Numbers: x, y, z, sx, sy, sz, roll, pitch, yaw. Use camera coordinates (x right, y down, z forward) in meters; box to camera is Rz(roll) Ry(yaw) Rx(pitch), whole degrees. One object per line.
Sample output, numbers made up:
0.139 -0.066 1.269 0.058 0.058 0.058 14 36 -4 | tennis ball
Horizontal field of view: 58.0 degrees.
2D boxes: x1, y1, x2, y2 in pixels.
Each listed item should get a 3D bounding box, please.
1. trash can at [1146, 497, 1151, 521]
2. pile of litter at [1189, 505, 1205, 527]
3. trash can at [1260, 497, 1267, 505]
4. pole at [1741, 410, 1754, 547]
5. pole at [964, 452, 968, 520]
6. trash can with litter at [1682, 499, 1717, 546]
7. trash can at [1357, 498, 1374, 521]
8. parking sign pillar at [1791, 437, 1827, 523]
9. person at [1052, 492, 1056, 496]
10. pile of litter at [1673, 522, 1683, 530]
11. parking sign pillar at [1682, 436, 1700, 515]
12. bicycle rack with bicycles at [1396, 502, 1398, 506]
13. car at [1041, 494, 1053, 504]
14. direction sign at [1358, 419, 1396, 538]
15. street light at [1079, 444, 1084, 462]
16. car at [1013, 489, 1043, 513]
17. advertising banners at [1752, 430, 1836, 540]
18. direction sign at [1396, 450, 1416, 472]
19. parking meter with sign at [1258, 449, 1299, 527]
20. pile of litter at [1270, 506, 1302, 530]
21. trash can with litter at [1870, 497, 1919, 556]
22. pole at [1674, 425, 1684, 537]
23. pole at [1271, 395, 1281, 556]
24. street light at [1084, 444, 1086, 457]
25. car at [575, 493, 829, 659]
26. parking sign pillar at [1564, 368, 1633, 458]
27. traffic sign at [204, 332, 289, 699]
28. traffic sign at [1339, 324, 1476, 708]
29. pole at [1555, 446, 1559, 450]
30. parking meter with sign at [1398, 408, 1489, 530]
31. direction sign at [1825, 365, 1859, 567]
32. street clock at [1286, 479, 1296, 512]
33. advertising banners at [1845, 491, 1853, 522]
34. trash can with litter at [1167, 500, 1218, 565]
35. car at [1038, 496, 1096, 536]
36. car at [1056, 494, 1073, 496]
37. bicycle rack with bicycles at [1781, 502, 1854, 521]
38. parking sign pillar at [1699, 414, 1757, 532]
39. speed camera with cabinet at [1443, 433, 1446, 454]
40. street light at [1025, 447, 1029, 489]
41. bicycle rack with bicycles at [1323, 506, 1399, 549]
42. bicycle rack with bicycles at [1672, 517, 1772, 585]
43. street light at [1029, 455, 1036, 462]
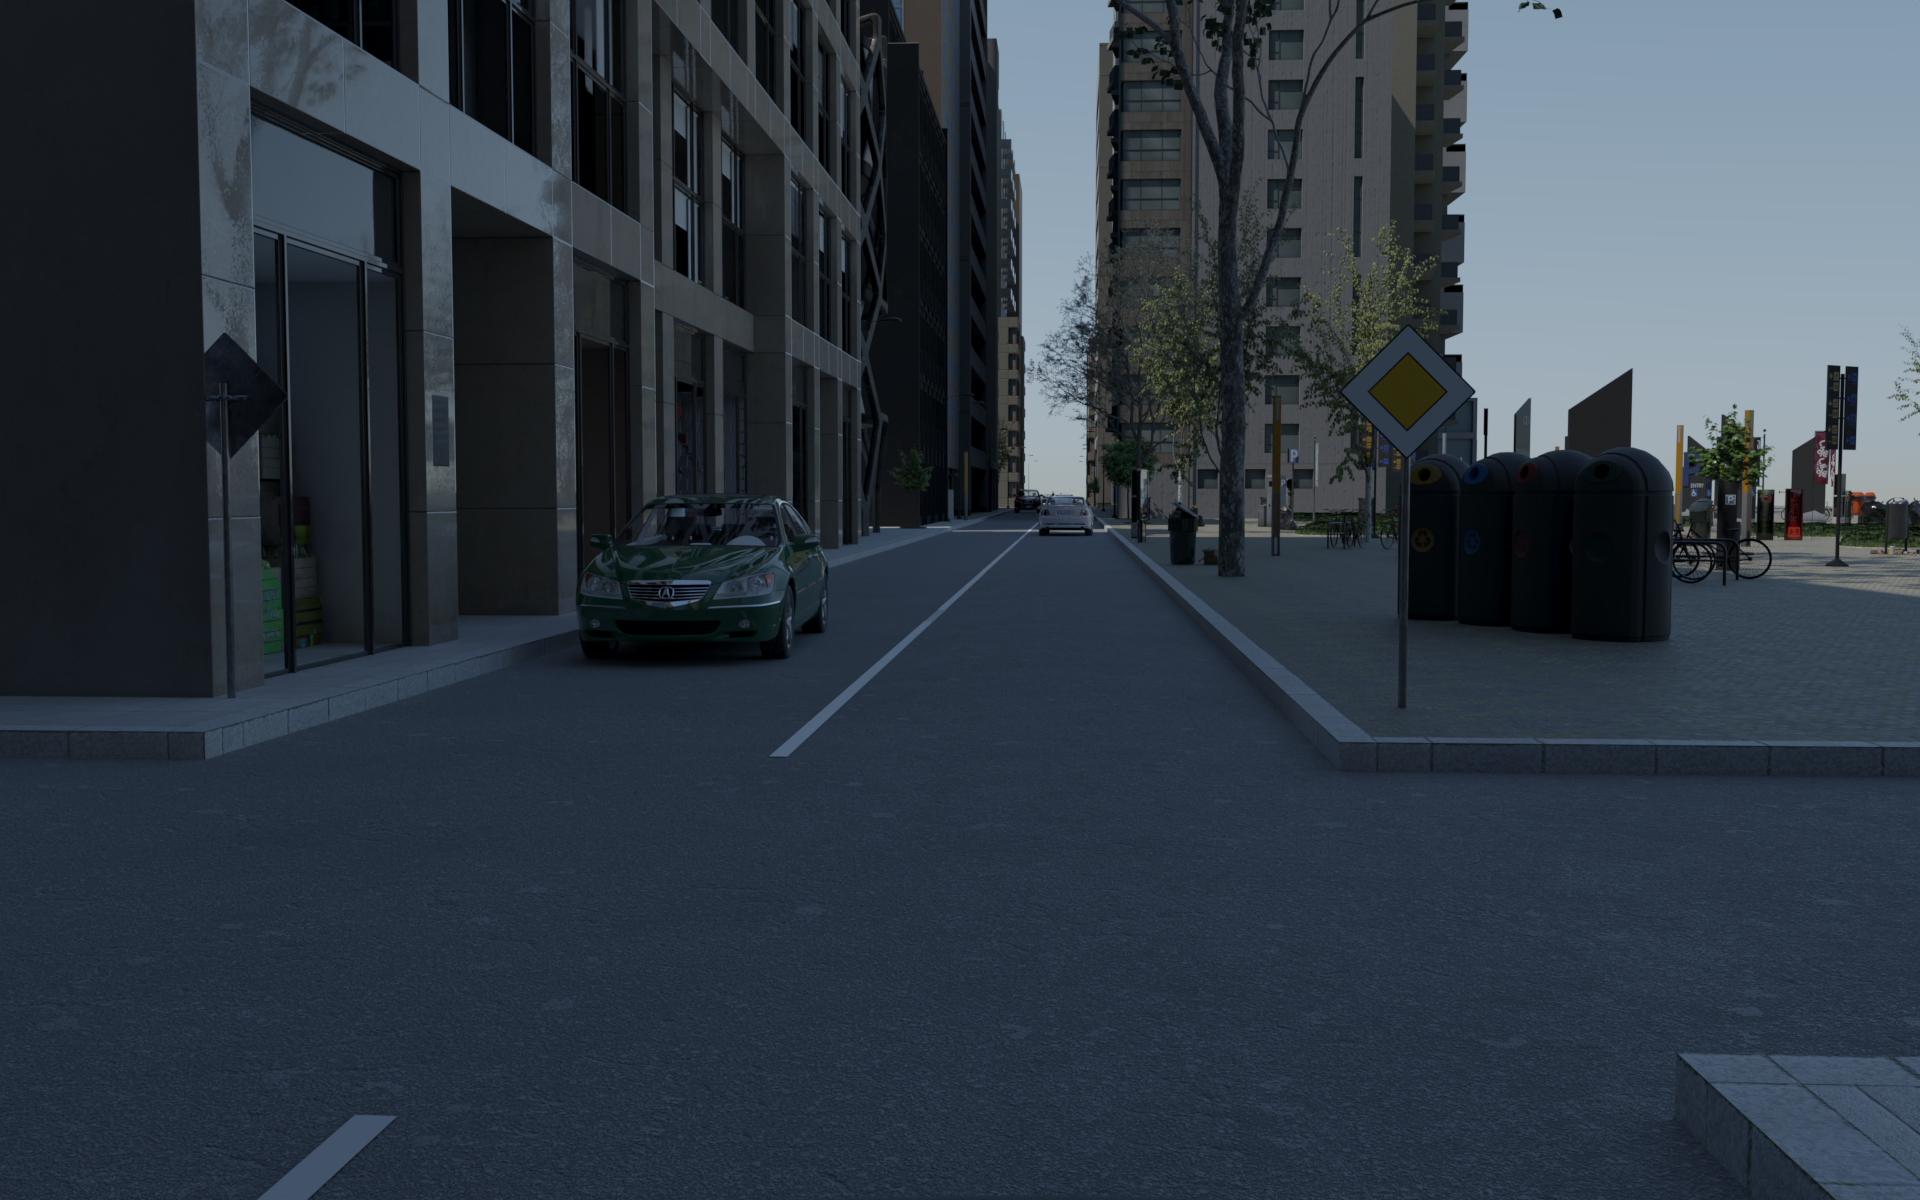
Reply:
8.687 -4.296 81.892 0.748 1.137 0.748 0 3 0 | trash can
8.915 -3.303 67.961 1.719 0.858 1.176 -2 4 -29 | pile of litter
14.840 -4.406 83.695 0.748 1.137 0.748 0 3 0 | trash can
19.127 -2.949 42.059 0.158 3.312 0.155 0 3 0 | pole
0.285 -5.537 84.365 0.158 3.312 0.155 0 3 0 | pole
18.299 -1.929 42.926 1.055 1.170 0.624 -3 5 -41 | trash can with litter
15.479 -3.319 65.918 0.748 1.137 0.748 0 3 0 | trash can
35.368 -5.119 72.174 1.447 3.967 1.447 2 4 27 | parking sign pillar
13.030 -14.346 243.067 1.348 1.822 0.705 -2 4 -30 | person
24.345 -2.822 60.107 1.719 0.858 1.176 0 4 4 | pile of litter
33.731 -5.551 79.233 1.447 3.967 1.447 -2 4 -28 | parking sign pillar
19.409 -3.734 74.440 2.925 0.926 2.852 0 4 -2 | bicycle rack with bicycles
12.137 -13.924 239.662 2.014 1.417 4.499 0 4 3 | car
12.080 -3.571 50.383 0.876 3.537 0.379 3 5 39 | direction sign
12.060 -11.556 161.488 1.470 5.913 1.316 0 4 4 | street light
5.220 -7.563 132.320 2.281 1.827 5.304 0 4 4 | car
23.016 -3.158 47.817 2.074 3.025 0.090 0 4 7 | advertising banners
15.450 -4.177 60.283 0.876 3.537 0.379 3 5 41 | direction sign
12.291 -4.337 67.178 0.543 3.016 1.738 -3 4 -36 | parking meter with sign
11.756 -2.917 61.659 1.176 0.858 1.719 -1 4 -12 | pile of litter
20.309 -1.574 36.785 2.233 1.210 1.678 -1 4 -13 | trash can with litter
21.258 -3.509 51.207 0.158 3.312 0.155 0 3 0 | pole
6.557 -2.573 35.906 0.158 3.312 0.155 0 3 0 | pole
9.995 -9.446 126.982 1.470 5.913 1.316 0 4 4 | street light
-2.337 -0.294 16.599 2.131 1.459 4.920 0 4 2 | car
13.734 -2.988 37.329 1.447 3.967 1.447 0 4 7 | parking sign pillar
-4.575 -0.439 10.821 0.795 2.450 0.064 0 4 4 | traffic sign
2.653 -0.410 10.342 0.795 2.450 0.064 0 4 4 | traffic sign
25.478 -4.902 73.988 0.158 3.312 0.155 0 3 0 | pole
9.878 -2.396 35.431 1.738 3.016 0.543 1 4 18 | parking meter with sign
15.562 -2.363 30.628 0.876 3.537 0.379 -2 4 -31 | direction sign
15.744 -4.762 82.425 0.471 2.002 0.358 2 4 27 | street clock
32.600 -4.155 64.119 0.090 3.025 2.074 0 4 6 | advertising banners
4.309 -1.234 31.567 1.055 1.170 0.624 1 4 13 | trash can with litter
3.755 -2.974 60.985 2.083 1.381 4.827 0 4 5 | car
7.066 -6.564 117.109 2.009 1.686 4.222 0 4 4 | car
40.018 -4.146 81.170 2.925 0.926 2.852 3 5 40 | bicycle rack with bicycles
25.942 -4.249 57.938 1.447 3.967 1.447 -2 4 -30 | parking sign pillar
16.223 -3.831 56.976 2.038 3.252 0.660 -2 4 -34 | speed camera with cabinet
5.784 -12.077 170.006 1.470 5.913 1.316 0 4 4 | street light
9.678 -1.684 40.923 2.852 0.926 2.925 2 4 34 | bicycle rack with bicycles
10.338 -0.754 25.703 2.925 0.926 2.852 2 4 31 | bicycle rack with bicycles
7.974 -14.198 204.672 1.470 5.913 1.316 0 4 4 | street light
